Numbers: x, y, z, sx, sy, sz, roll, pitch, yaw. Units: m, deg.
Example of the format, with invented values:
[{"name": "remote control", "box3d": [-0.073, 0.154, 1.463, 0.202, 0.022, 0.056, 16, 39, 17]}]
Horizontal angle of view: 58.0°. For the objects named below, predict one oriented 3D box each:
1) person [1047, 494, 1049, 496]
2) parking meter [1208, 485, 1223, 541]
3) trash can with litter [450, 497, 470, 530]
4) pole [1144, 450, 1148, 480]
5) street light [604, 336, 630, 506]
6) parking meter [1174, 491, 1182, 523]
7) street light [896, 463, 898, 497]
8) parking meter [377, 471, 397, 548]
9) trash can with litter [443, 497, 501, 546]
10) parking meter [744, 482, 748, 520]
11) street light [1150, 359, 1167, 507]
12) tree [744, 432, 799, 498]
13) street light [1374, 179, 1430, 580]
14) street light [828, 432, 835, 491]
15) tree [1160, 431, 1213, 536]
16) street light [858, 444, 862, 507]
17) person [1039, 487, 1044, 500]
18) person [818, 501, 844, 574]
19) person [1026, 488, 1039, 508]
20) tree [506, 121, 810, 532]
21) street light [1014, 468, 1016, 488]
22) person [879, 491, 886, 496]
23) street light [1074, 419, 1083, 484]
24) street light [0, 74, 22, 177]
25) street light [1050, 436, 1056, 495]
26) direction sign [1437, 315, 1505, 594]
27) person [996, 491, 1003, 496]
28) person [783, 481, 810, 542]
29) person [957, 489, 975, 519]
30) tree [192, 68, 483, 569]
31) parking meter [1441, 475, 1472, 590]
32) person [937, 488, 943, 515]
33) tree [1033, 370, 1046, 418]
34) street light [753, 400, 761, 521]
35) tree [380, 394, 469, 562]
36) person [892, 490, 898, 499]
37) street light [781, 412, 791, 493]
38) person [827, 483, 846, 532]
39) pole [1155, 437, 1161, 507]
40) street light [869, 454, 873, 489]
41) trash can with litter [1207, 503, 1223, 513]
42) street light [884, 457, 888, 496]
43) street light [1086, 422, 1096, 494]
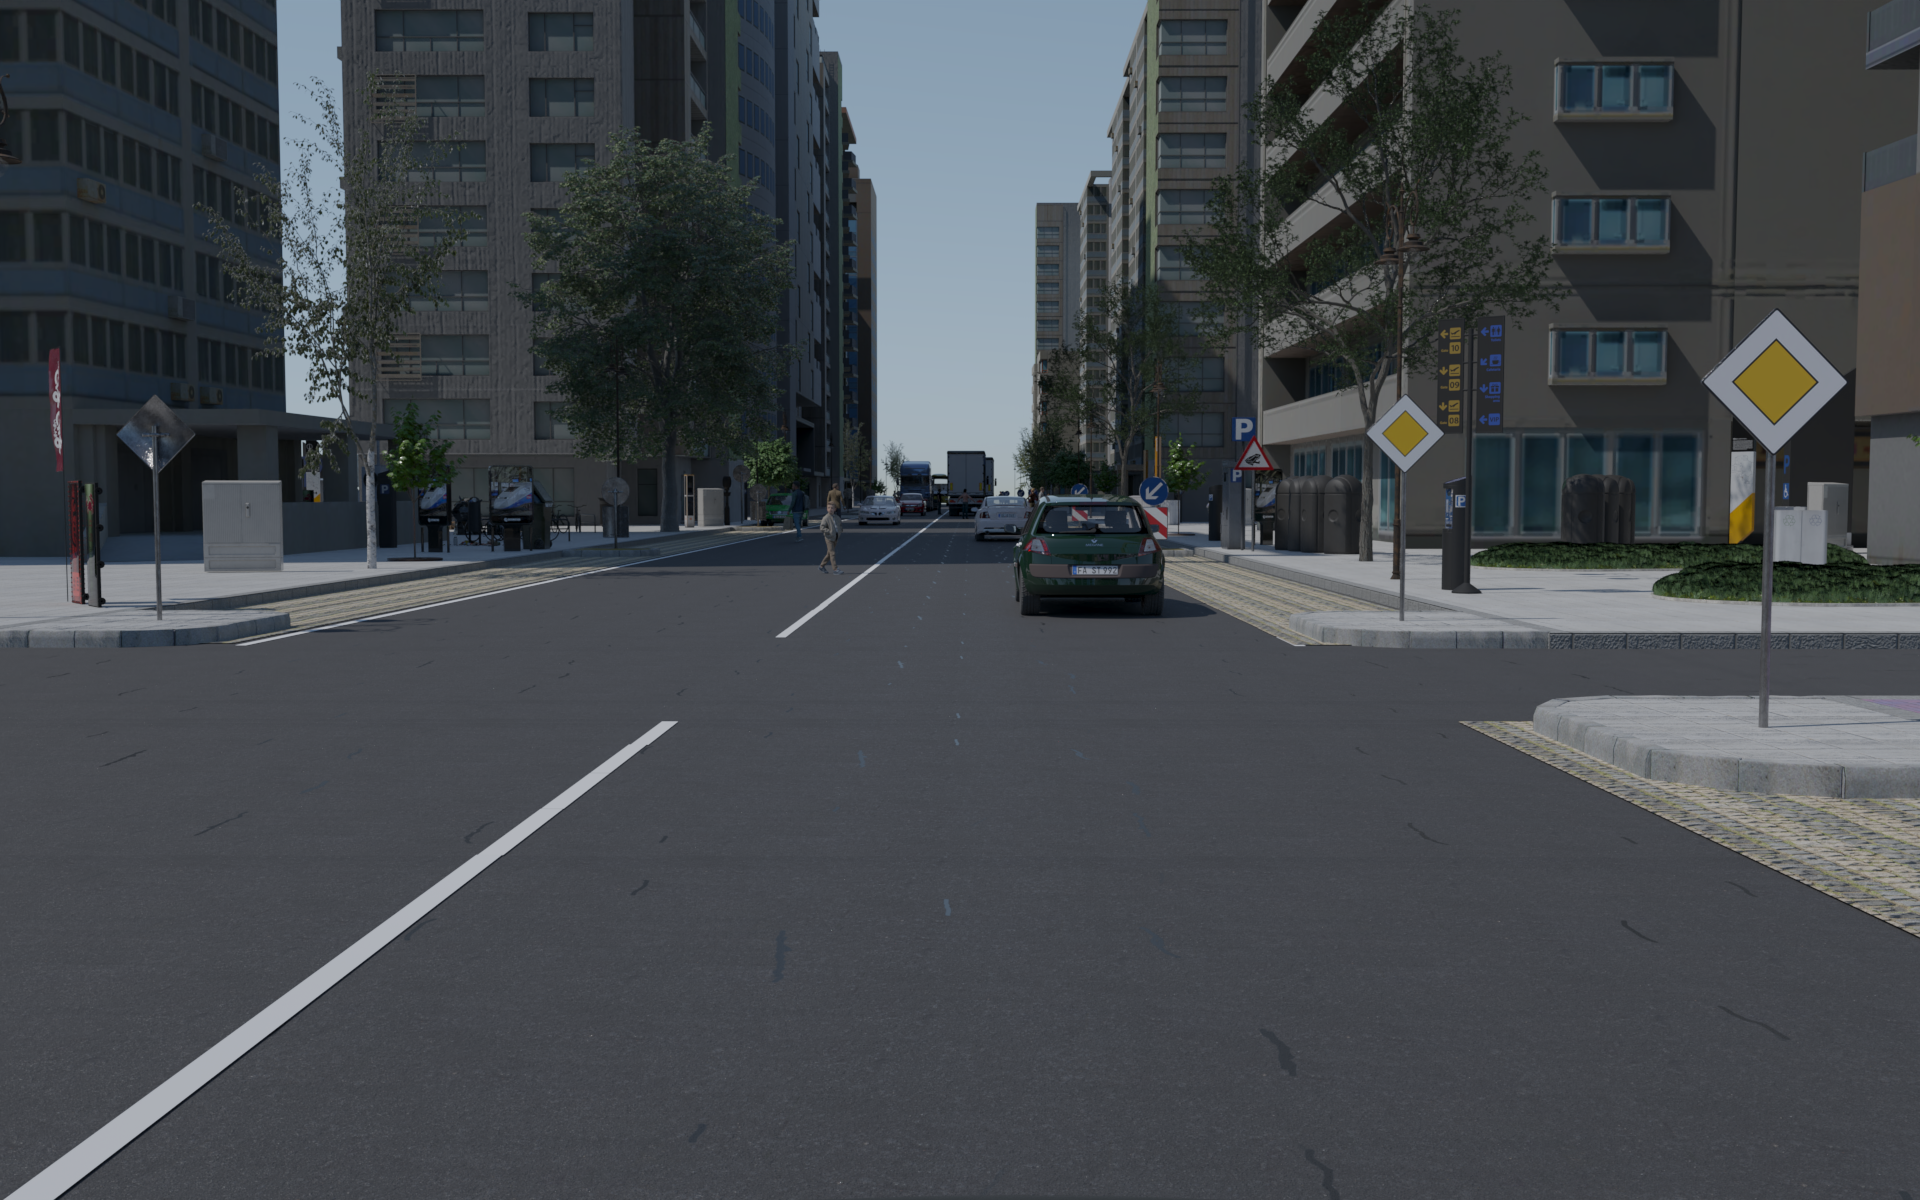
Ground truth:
[{"name": "person", "box3d": [9.005, -9.986, 174.986, 0.599, 1.433, 0.991, -3, 5, -42]}, {"name": "parking meter", "box3d": [6.999, -2.387, 47.442, 0.372, 1.533, 0.369, 0, 3, 0]}, {"name": "trash can with litter", "box3d": [-18.046, -3.097, 62.025, 1.055, 1.170, 0.624, 1, 4, 19]}, {"name": "pole", "box3d": [8.622, -5.293, 80.380, 0.158, 3.312, 0.155, 0, 3, 0]}, {"name": "street light", "box3d": [-10.016, -4.765, 50.700, 0.468, 5.910, 1.993, 0, 4, 0]}, {"name": "parking meter", "box3d": [9.819, -4.419, 77.961, 0.255, 1.863, 0.399, 2, 4, 34]}, {"name": "street light", "box3d": [-8.758, -16.493, 242.454, 0.468, 5.910, 1.993, 0, 4, 0]}, {"name": "parking meter", "box3d": [-13.637, -2.172, 41.218, 0.399, 1.863, 0.255, 0, 4, 7]}, {"name": "trash can with litter", "box3d": [-11.959, -1.955, 43.027, 1.678, 1.210, 2.233, -3, 5, -45]}, {"name": "parking meter", "box3d": [-10.738, -4.896, 85.754, 0.399, 1.863, 0.255, -3, 5, -40]}, {"name": "street light", "box3d": [6.776, -5.286, 59.215, 0.468, 5.910, 1.993, 0, 4, 0]}, {"name": "tree", "box3d": [-9.847, -6.471, 89.513, 4.285, 4.588, 4.351, 0, 3, 0]}, {"name": "street light", "box3d": [6.557, -3.246, 25.855, 0.468, 5.910, 1.993, 0, 4, 0]}, {"name": "street light", "box3d": [-9.507, -9.503, 128.164, 0.468, 5.910, 1.993, 0, 4, 0]}, {"name": "tree", "box3d": [6.715, -3.596, 53.399, 1.663, 3.219, 1.824, 0, 3, 0]}, {"name": "street light", "box3d": [-9.227, -11.492, 160.680, 0.468, 5.910, 1.993, 0, 4, 0]}, {"name": "person", "box3d": [4.387, -5.031, 90.963, 0.583, 1.804, 0.606, 1, 4, 9]}, {"name": "person", "box3d": [-2.298, -1.120, 31.078, 0.640, 1.303, 0.475, 2, 4, 34]}, {"name": "person", "box3d": [3.933, -5.272, 95.218, 1.217, 1.766, 0.721, -3, 5, -40]}, {"name": "tree", "box3d": [-9.990, -9.289, 58.525, 9.857, 13.997, 8.962, 0, 3, 0]}, {"name": "street light", "box3d": [7.985, -17.070, 251.883, 0.468, 5.910, 1.993, 0, 4, 0]}, {"name": "person", "box3d": [-7.446, -9.619, 166.580, 0.742, 1.727, 0.445, 1, 4, 16]}, {"name": "street light", "box3d": [6.998, -7.913, 102.160, 0.468, 5.910, 1.993, 0, 4, 0]}, {"name": "street light", "box3d": [-10.189, -2.748, 17.723, 0.468, 5.910, 1.993, 0, 4, 0]}, {"name": "street light", "box3d": [7.239, -9.915, 134.895, 0.468, 5.910, 1.993, 0, 4, 0]}, {"name": "direction sign", "box3d": [6.550, -1.853, 22.291, 0.876, 3.537, 0.379, 3, 5, 39]}, {"name": "person", "box3d": [4.339, -11.013, 189.095, 0.617, 1.759, 0.750, 3, 5, 43]}, {"name": "person", "box3d": [-4.897, -2.646, 51.755, 0.794, 1.824, 0.713, -3, 4, -37]}, {"name": "person", "box3d": [0.342, -5.482, 98.848, 1.217, 1.736, 0.721, 2, 4, 33]}, {"name": "tree", "box3d": [-10.355, -4.842, 29.536, 4.360, 8.622, 3.978, 0, 3, 0]}, {"name": "parking meter", "box3d": [6.647, -0.903, 23.174, 0.372, 1.533, 0.369, 0, 3, 0]}, {"name": "person", "box3d": [-1.391, -6.882, 121.029, 0.705, 1.822, 1.348, 1, 4, 11]}, {"name": "tree", "box3d": [6.689, -8.456, 72.663, 8.767, 10.594, 7.601, 2, 4, 29]}, {"name": "street light", "box3d": [-9.750, -6.754, 83.215, 0.468, 5.910, 1.993, 0, 4, 0]}, {"name": "tree", "box3d": [-10.522, -2.355, 33.111, 1.663, 3.219, 1.824, 0, 3, 0]}, {"name": "person", "box3d": [-7.033, -10.913, 186.923, 0.705, 1.824, 1.348, -2, 4, -27]}, {"name": "street light", "box3d": [-9.636, -7.512, 95.610, 0.468, 5.910, 1.993, 0, 4, 0]}, {"name": "person", "box3d": [-4.683, -3.511, 65.816, 0.656, 1.842, 0.836, -2, 4, -32]}, {"name": "pole", "box3d": [7.030, -4.140, 61.525, 0.158, 3.312, 0.155, 0, 3, 0]}, {"name": "street light", "box3d": [-9.140, -12.516, 177.421, 0.468, 5.910, 1.993, 0, 4, 0]}, {"name": "trash can with litter", "box3d": [9.571, -3.173, 63.271, 1.055, 1.170, 0.624, 0, 4, -1]}, {"name": "street light", "box3d": [-8.951, -14.505, 209.938, 0.468, 5.910, 1.993, 0, 4, 0]}, {"name": "street light", "box3d": [6.954, -7.284, 91.886, 0.468, 5.910, 1.993, 0, 4, 0]}]
